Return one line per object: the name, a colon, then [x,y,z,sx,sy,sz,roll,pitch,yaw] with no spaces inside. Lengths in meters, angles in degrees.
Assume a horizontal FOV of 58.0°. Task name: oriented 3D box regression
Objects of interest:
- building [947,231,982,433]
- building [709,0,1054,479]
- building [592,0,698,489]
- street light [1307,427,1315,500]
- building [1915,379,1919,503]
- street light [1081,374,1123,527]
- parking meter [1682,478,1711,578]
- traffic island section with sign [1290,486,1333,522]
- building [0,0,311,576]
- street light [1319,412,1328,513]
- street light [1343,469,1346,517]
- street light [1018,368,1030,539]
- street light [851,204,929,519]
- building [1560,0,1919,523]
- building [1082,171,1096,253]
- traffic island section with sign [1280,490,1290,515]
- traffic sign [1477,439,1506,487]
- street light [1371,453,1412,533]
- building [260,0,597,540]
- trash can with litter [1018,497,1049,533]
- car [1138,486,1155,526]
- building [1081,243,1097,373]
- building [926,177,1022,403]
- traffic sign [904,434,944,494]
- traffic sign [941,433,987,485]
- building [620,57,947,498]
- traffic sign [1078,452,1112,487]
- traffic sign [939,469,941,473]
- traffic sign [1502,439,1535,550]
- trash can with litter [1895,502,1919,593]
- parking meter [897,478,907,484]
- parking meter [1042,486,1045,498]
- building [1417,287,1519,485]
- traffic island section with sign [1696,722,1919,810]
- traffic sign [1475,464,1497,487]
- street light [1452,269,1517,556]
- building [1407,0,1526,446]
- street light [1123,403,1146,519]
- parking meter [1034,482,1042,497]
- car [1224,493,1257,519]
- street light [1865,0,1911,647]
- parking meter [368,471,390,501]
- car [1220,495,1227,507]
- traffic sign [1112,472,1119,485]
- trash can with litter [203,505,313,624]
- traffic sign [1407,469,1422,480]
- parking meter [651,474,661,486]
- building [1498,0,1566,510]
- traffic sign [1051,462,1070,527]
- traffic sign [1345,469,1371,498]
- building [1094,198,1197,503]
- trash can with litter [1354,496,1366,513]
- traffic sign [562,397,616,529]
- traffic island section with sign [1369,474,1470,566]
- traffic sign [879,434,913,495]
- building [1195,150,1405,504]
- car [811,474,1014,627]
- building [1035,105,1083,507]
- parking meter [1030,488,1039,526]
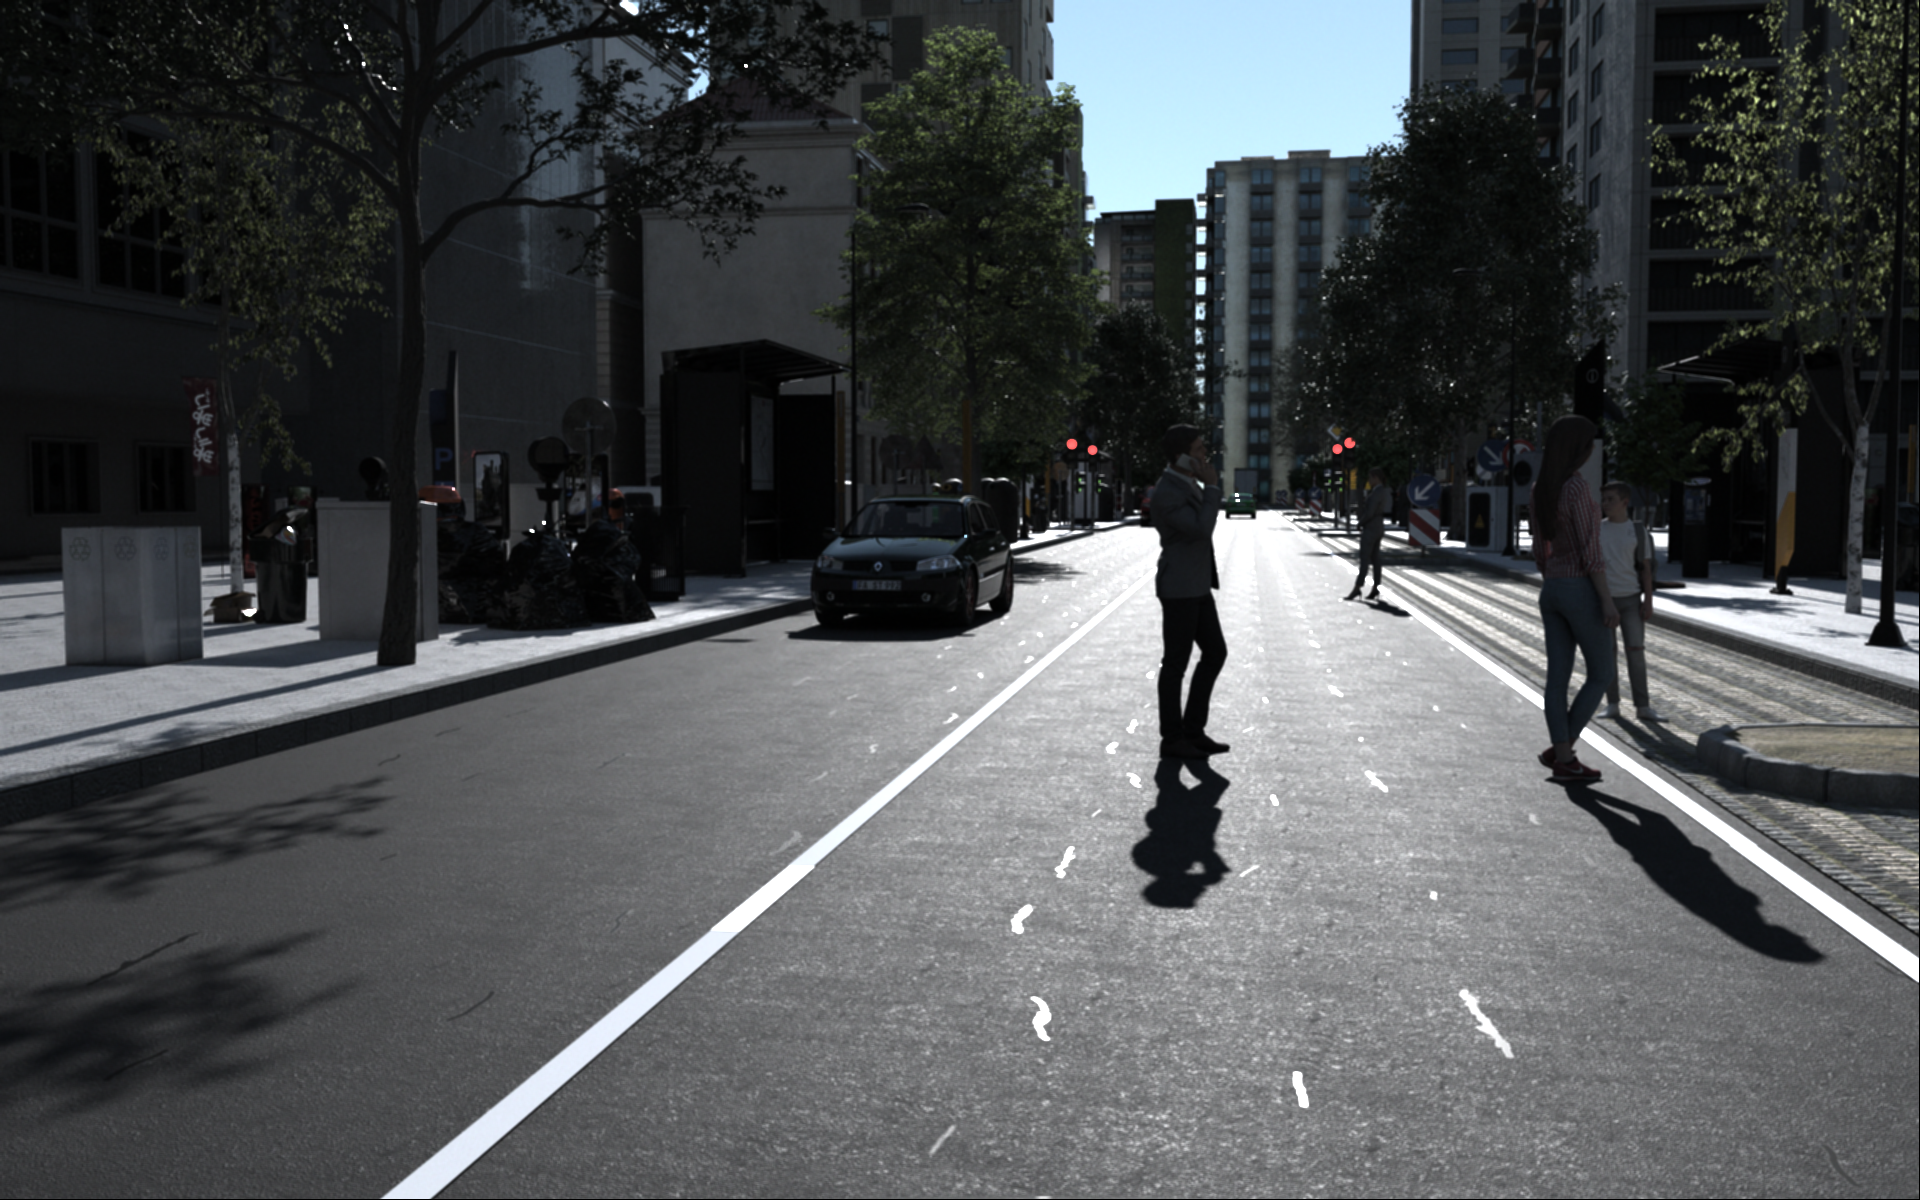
building: [-5.845,-16.833,111.384,11.583,22.565,21.152,1,4,9]
building: [-6.008,-34.808,158.346,28.713,52.752,27.495,1,4,9]
building: [-25.159,-18.568,89.495,20.117,28.700,13.634,1,4,9]
street light: [24.386,-8.892,117.929,1.470,5.913,1.316,1,4,9]
building: [33.203,-43.577,25.160,22.319,86.520,31.000,1,4,9]
street light: [5.408,-5.785,67.133,1.470,5.913,1.316,1,4,9]
parking meter: [11.286,-1.109,26.541,0.372,1.533,0.369,0,3,0]
traffic island section with sign: [18.343,-4.982,90.075,1.989,1.847,2.006,1,4,9]
building: [-21.103,-14.009,22.547,14.314,27.812,24.014,1,4,9]
street light: [20.921,-7.595,96.715,1.470,5.913,1.316,1,4,9]
street light: [17.339,-6.274,75.126,1.470,5.913,1.316,1,4,9]
street light: [2.357,-4.686,49.160,1.470,5.913,1.316,1,4,9]
street light: [-1.186,-3.389,27.958,1.470,5.913,1.316,1,4,9]
building: [41.005,-39.318,81.095,20.611,71.187,20.563,1,4,9]
building: [4.406,-38.592,250.589,30.456,49.044,23.786,1,4,9]
traffic island section with sign: [22.755,-6.608,116.668,1.989,1.847,2.006,1,4,9]
traffic sign: [12.430,-2.465,40.403,0.768,2.556,0.104,1,4,13]
street light: [14.394,-5.192,57.432,1.470,5.913,1.316,1,4,9]
building: [-21.345,-13.921,45.630,19.932,24.808,12.078,1,4,9]
trash can with litter: [2.382,-2.801,57.186,1.055,1.170,0.624,1,4,21]
car: [9.225,-4.260,78.316,2.281,1.827,5.304,0,4,8]
building: [8.649,-26.291,201.561,14.107,30.474,14.160,1,4,9]
building: [-2.434,-18.367,129.977,12.332,23.373,15.834,1,4,9]
traffic sign: [-0.775,-2.287,37.397,0.884,2.594,0.081,1,4,13]
traffic sign: [0.461,-3.881,57.331,2.265,3.308,0.079,1,4,16]
building: [-8.345,-15.550,90.397,11.583,22.565,21.152,1,4,9]
traffic sign: [6.326,-5.565,84.862,2.265,3.308,0.079,1,4,13]
traffic sign: [-0.344,-3.571,58.492,0.768,2.556,0.104,1,4,17]
traffic sign: [12.858,-2.433,39.885,0.768,2.556,0.104,1,4,12]
trash can with litter: [12.667,-0.695,22.751,0.624,1.170,1.055,0,4,-8]
parking meter: [-2.111,-3.400,61.305,0.399,1.863,0.255,-2,4,-33]
parking meter: [6.073,-7.443,127.396,0.255,1.863,0.399,1,4,15]
building: [56.972,-19.113,157.529,27.650,21.520,28.899,1,4,9]
traffic island section with sign: [4.852,0.000,8.635,1.989,1.847,2.006,1,4,9]
traffic sign: [19.471,-3.916,64.140,0.768,2.556,0.104,1,4,16]
street light: [10.858,-3.870,35.821,1.470,5.913,1.316,1,4,9]
building: [58.644,-39.328,185.013,21.231,58.520,28.212,1,4,9]
street light: [8.780,-7.084,88.363,1.470,5.913,1.316,1,4,9]
parking meter: [3.791,-4.939,86.463,0.255,1.863,0.399,-1,4,-14]
car: [16.687,-5.757,102.926,1.959,1.807,4.718,1,4,9]
street light: [7.330,-2.573,14.617,1.470,5.913,1.316,1,4,9]
parking meter: [-12.333,-1.900,36.782,0.399,1.863,0.255,1,4,13]
car: [29.224,-11.247,196.250,2.083,1.381,4.827,0,4,8]
traffic sign: [7.387,-5.122,84.927,0.795,2.450,0.064,1,4,10]
trash can with litter: [-7.014,-0.359,17.259,1.055,1.170,0.624,0,4,5]
traffic sign: [23.268,-5.417,88.678,0.768,2.556,0.104,1,4,14]
parking meter: [-8.990,-2.801,51.514,0.399,1.863,0.255,2,4,26]
building: [47.361,-27.965,111.848,22.147,44.769,28.867,1,4,9]
traffic sign: [3.922,-4.155,68.038,0.768,2.556,0.104,1,4,15]
traffic sign: [25.594,-7.123,110.332,2.265,3.308,0.079,1,4,19]
building: [25.883,-34.191,242.610,14.086,41.232,14.154,1,4,9]
trash can with litter: [27.770,-6.653,120.157,0.624,1.170,1.055,-3,5,-43]
traffic sign: [-4.887,-1.387,22.789,0.768,2.556,0.104,1,4,13]
traffic island section with sign: [9.254,-1.627,35.230,1.989,1.847,2.006,1,4,9]
traffic sign: [-1.374,-2.254,36.961,0.768,2.556,0.104,1,4,16]
building: [48.704,-38.181,243.869,30.456,49.044,23.786,1,4,9]
car: [-0.475,-0.629,20.072,2.009,1.686,4.222,1,4,11]
building: [4.923,-30.234,177.926,14.154,41.232,14.086,1,4,9]
parking meter: [3.003,-3.748,69.684,0.372,1.533,0.369,0,3,0]
